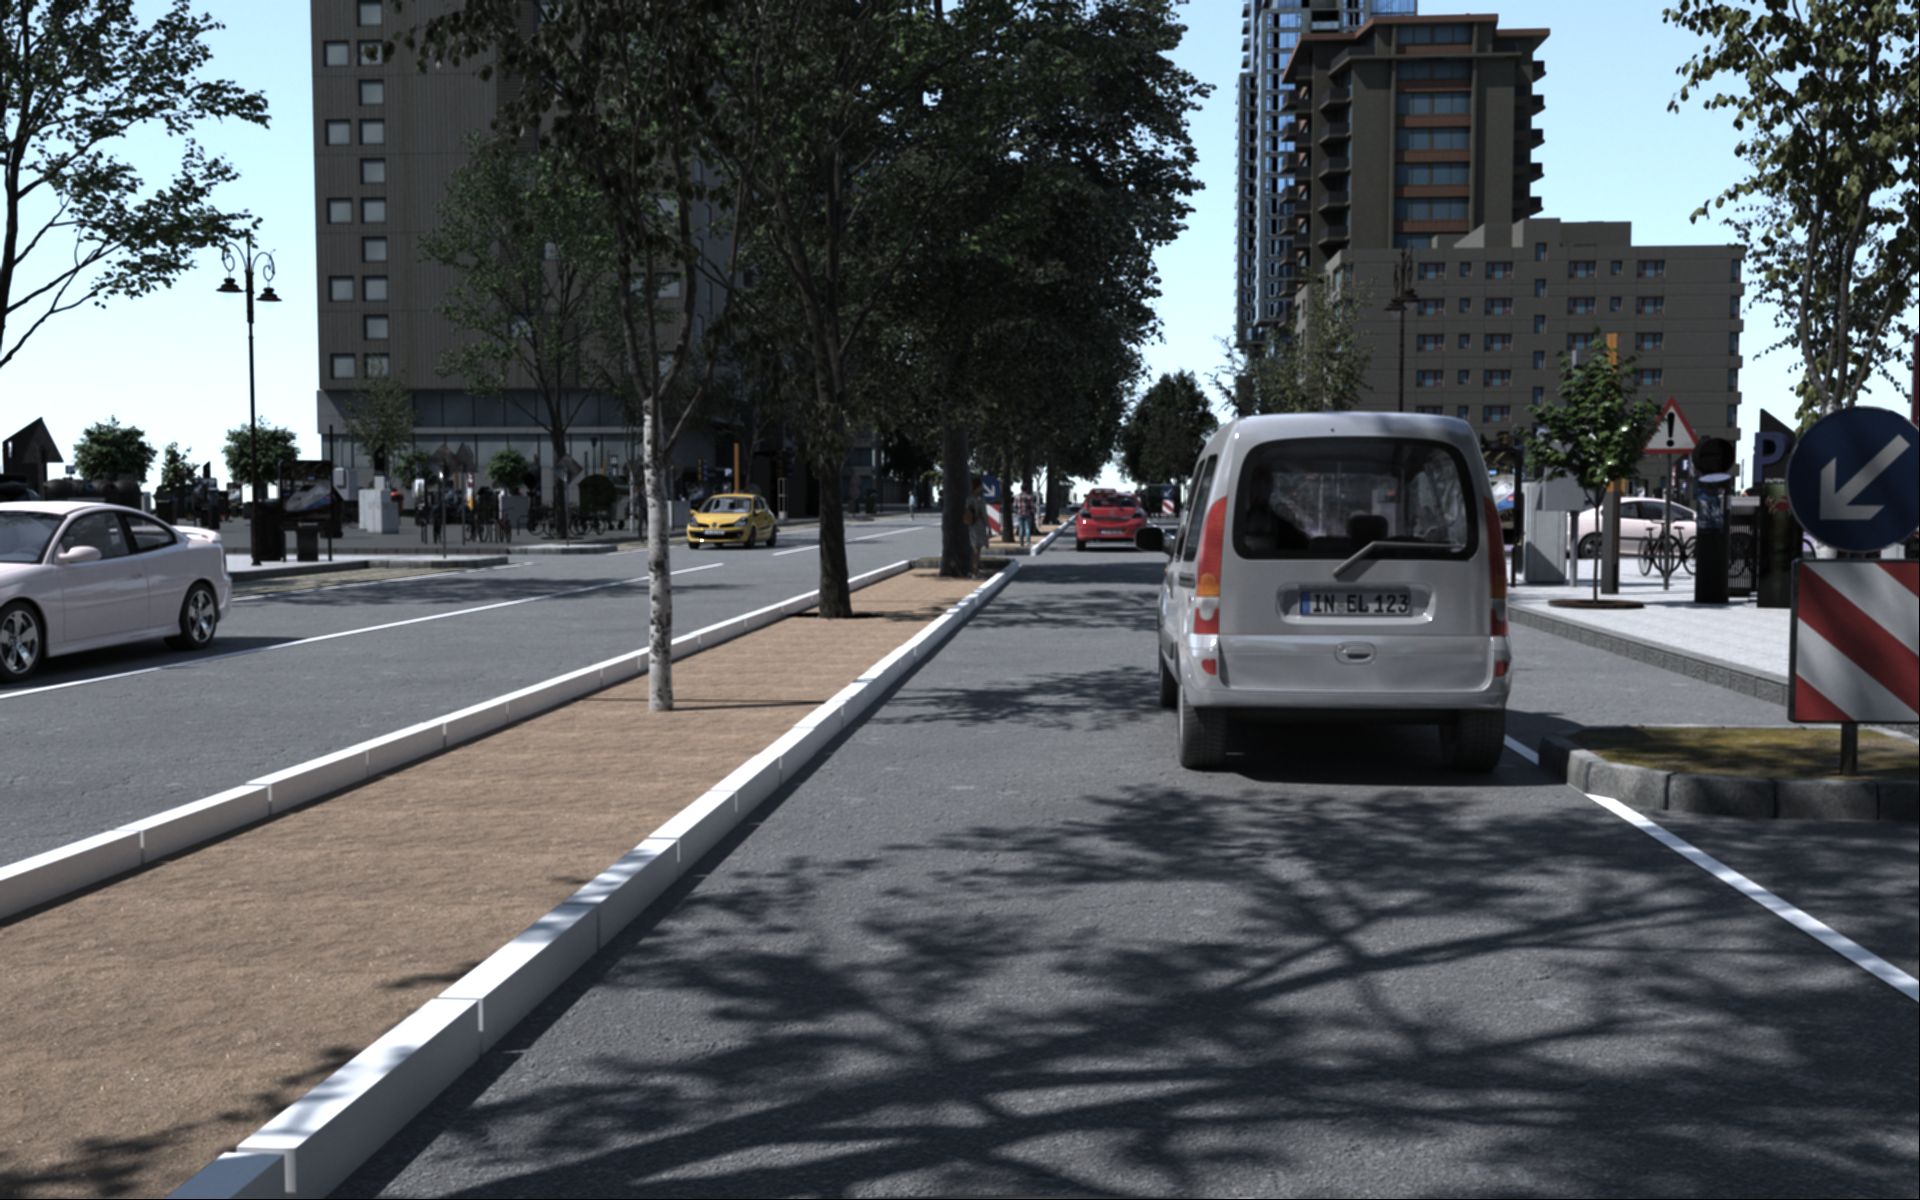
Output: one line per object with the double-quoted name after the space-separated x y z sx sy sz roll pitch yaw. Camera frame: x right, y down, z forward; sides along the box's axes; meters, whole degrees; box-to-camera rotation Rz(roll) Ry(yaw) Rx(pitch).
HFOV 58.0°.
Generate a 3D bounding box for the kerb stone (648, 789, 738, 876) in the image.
-1.068 0.931 6.976 0.120 0.150 1.000 0 4 5 "kerb stone"

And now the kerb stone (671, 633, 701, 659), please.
-2.490 0.428 15.340 0.120 0.150 1.000 0 4 5 "kerb stone"

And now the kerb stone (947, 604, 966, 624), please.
-0.066 0.181 19.236 0.120 0.150 1.000 0 4 5 "kerb stone"

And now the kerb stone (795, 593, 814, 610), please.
-1.989 0.044 21.482 0.120 0.150 1.000 0 4 5 "kerb stone"

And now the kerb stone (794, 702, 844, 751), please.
-0.820 0.743 10.045 0.120 0.150 1.000 0 4 5 "kerb stone"

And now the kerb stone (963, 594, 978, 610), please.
0.100 0.056 21.277 0.120 0.150 1.000 0 4 5 "kerb stone"

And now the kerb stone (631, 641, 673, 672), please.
-2.575 0.482 14.319 0.120 0.150 1.000 0 4 5 "kerb stone"

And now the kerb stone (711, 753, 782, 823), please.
-0.985 0.868 8.003 0.120 0.150 1.000 0 4 5 "kerb stone"

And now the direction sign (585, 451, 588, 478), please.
-19.916 -6.136 92.321 0.379 3.537 0.876 -1 4 -20 "direction sign"

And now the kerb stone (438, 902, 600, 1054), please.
-1.237 1.060 4.926 0.120 0.150 1.000 0 4 5 "kerb stone"

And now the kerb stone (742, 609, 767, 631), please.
-2.231 0.231 18.412 0.120 0.150 1.000 0 4 5 "kerb stone"

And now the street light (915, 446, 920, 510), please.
-3.467 -10.375 142.416 0.468 5.910 1.993 0 4 5 "street light"

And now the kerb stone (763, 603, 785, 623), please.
-2.149 0.171 19.437 0.120 0.150 1.000 0 4 5 "kerb stone"

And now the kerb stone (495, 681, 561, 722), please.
-2.824 0.670 11.248 0.120 0.150 1.000 0 4 5 "kerb stone"

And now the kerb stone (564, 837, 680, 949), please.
-1.151 0.997 5.950 0.120 0.150 1.000 0 4 5 "kerb stone"

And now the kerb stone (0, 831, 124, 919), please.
-3.243 0.992 6.150 0.120 0.150 1.000 0 4 5 "kerb stone"

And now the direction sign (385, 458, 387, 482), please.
-36.021 -7.100 108.078 0.876 3.537 0.379 2 4 34 "direction sign"

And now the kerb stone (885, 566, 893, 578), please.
-1.312 -0.456 29.657 0.120 0.150 1.000 0 4 5 "kerb stone"

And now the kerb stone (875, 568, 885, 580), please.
-1.398 -0.394 28.639 0.120 0.150 1.000 0 4 5 "kerb stone"

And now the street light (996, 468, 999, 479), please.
5.422 -16.954 249.992 0.468 5.910 1.993 0 4 5 "street light"

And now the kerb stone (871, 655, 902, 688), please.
-0.572 0.556 13.102 0.120 0.150 1.000 0 4 5 "kerb stone"

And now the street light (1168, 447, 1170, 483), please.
17.432 -10.480 144.139 0.468 5.910 1.993 0 4 5 "street light"

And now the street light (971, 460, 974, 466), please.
1.457 -14.043 202.386 0.468 5.910 1.993 0 4 5 "street light"

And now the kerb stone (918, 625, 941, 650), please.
-0.312 0.371 16.164 0.120 0.150 1.000 0 4 5 "kerb stone"

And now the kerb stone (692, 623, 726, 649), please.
-2.399 0.357 16.362 0.120 0.150 1.000 0 4 5 "kerb stone"

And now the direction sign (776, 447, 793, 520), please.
-8.552 -5.653 84.418 0.876 3.537 0.379 -2 4 -32 "direction sign"

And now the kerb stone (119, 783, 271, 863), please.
-3.160 0.929 7.168 0.120 0.150 1.000 0 4 5 "kerb stone"

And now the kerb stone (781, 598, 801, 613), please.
-2.060 0.106 20.455 0.120 0.150 1.000 0 4 5 "kerb stone"

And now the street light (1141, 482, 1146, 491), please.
26.280 -17.012 250.927 0.468 5.910 1.993 0 4 5 "street light"

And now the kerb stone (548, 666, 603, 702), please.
-2.747 0.607 12.268 0.120 0.150 1.000 0 4 5 "kerb stone"

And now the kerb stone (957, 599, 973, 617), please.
0.027 0.119 20.254 0.120 0.150 1.000 0 4 5 "kerb stone"

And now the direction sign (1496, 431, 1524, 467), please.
19.781 -4.296 62.235 0.876 3.537 0.379 1 4 12 "direction sign"

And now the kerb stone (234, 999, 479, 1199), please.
-1.322 1.119 3.900 0.120 0.150 1.000 0 4 5 "kerb stone"

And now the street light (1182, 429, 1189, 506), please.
15.595 -9.012 120.126 0.468 5.910 1.993 0 4 5 "street light"

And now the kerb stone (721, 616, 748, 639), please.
-2.320 0.295 17.387 0.120 0.150 1.000 0 4 5 "kerb stone"

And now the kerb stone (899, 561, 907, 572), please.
-1.141 -0.580 31.695 0.120 0.150 1.000 0 4 5 "kerb stone"

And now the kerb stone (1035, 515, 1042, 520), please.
4.617 -4.858 101.706 0.120 0.150 1.000 0 4 5 "kerb stone"

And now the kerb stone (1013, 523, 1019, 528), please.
2.510 -3.291 76.158 0.120 0.150 1.000 0 4 5 "kerb stone"

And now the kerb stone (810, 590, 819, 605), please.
-1.898 -0.019 22.500 0.120 0.150 1.000 0 4 5 "kerb stone"

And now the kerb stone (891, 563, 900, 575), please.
-1.228 -0.516 30.676 0.120 0.150 1.000 0 4 5 "kerb stone"

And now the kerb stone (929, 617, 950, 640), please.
-0.230 0.307 17.183 0.120 0.150 1.000 0 4 5 "kerb stone"

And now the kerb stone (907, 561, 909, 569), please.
-1.057 -0.643 32.714 0.120 0.150 1.000 0 4 5 "kerb stone"

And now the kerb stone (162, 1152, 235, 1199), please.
-1.413 1.182 2.876 0.120 0.150 1.000 0 4 5 "kerb stone"

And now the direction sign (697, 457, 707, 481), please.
-15.936 -7.047 107.209 0.876 3.537 0.379 3 5 40 "direction sign"

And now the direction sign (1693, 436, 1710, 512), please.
28.707 -4.610 67.362 0.379 3.537 0.876 -3 4 -37 "direction sign"

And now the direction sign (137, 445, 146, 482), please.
-35.753 -5.084 75.113 0.876 3.537 0.379 0 4 -2 "direction sign"

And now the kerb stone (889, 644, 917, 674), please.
-0.487 0.495 14.121 0.120 0.150 1.000 0 4 5 "kerb stone"

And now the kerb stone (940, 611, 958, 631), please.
-0.151 0.249 18.210 0.120 0.150 1.000 0 4 5 "kerb stone"

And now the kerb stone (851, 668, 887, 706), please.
-0.649 0.619 12.083 0.120 0.150 1.000 0 4 5 "kerb stone"

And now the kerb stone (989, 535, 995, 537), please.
1.168 -2.295 59.808 0.120 0.150 1.000 0 4 5 "kerb stone"

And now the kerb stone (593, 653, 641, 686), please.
-2.660 0.545 13.286 0.120 0.150 1.000 0 4 5 "kerb stone"

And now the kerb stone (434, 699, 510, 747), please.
-2.904 0.732 10.226 0.120 0.150 1.000 0 4 5 "kerb stone"

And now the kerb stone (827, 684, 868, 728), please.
-0.732 0.681 11.064 0.120 0.150 1.000 0 4 5 "kerb stone"

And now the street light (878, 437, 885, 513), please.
-5.410 -8.946 119.057 0.468 5.910 1.993 0 4 5 "street light"

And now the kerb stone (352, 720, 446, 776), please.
-2.995 0.794 9.208 0.120 0.150 1.000 0 4 5 "kerb stone"

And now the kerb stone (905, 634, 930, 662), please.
-0.392 0.434 15.144 0.120 0.150 1.000 0 4 5 "kerb stone"

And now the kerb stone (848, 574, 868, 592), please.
-1.573 -0.269 26.598 0.120 0.150 1.000 0 4 5 "kerb stone"

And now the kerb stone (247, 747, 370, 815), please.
-3.073 0.857 8.186 0.120 0.150 1.000 0 4 5 "kerb stone"

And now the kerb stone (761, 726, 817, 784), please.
-0.898 0.810 9.022 0.120 0.150 1.000 0 4 5 "kerb stone"

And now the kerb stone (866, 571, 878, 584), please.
-1.480 -0.332 27.616 0.120 0.150 1.000 0 4 5 "kerb stone"
